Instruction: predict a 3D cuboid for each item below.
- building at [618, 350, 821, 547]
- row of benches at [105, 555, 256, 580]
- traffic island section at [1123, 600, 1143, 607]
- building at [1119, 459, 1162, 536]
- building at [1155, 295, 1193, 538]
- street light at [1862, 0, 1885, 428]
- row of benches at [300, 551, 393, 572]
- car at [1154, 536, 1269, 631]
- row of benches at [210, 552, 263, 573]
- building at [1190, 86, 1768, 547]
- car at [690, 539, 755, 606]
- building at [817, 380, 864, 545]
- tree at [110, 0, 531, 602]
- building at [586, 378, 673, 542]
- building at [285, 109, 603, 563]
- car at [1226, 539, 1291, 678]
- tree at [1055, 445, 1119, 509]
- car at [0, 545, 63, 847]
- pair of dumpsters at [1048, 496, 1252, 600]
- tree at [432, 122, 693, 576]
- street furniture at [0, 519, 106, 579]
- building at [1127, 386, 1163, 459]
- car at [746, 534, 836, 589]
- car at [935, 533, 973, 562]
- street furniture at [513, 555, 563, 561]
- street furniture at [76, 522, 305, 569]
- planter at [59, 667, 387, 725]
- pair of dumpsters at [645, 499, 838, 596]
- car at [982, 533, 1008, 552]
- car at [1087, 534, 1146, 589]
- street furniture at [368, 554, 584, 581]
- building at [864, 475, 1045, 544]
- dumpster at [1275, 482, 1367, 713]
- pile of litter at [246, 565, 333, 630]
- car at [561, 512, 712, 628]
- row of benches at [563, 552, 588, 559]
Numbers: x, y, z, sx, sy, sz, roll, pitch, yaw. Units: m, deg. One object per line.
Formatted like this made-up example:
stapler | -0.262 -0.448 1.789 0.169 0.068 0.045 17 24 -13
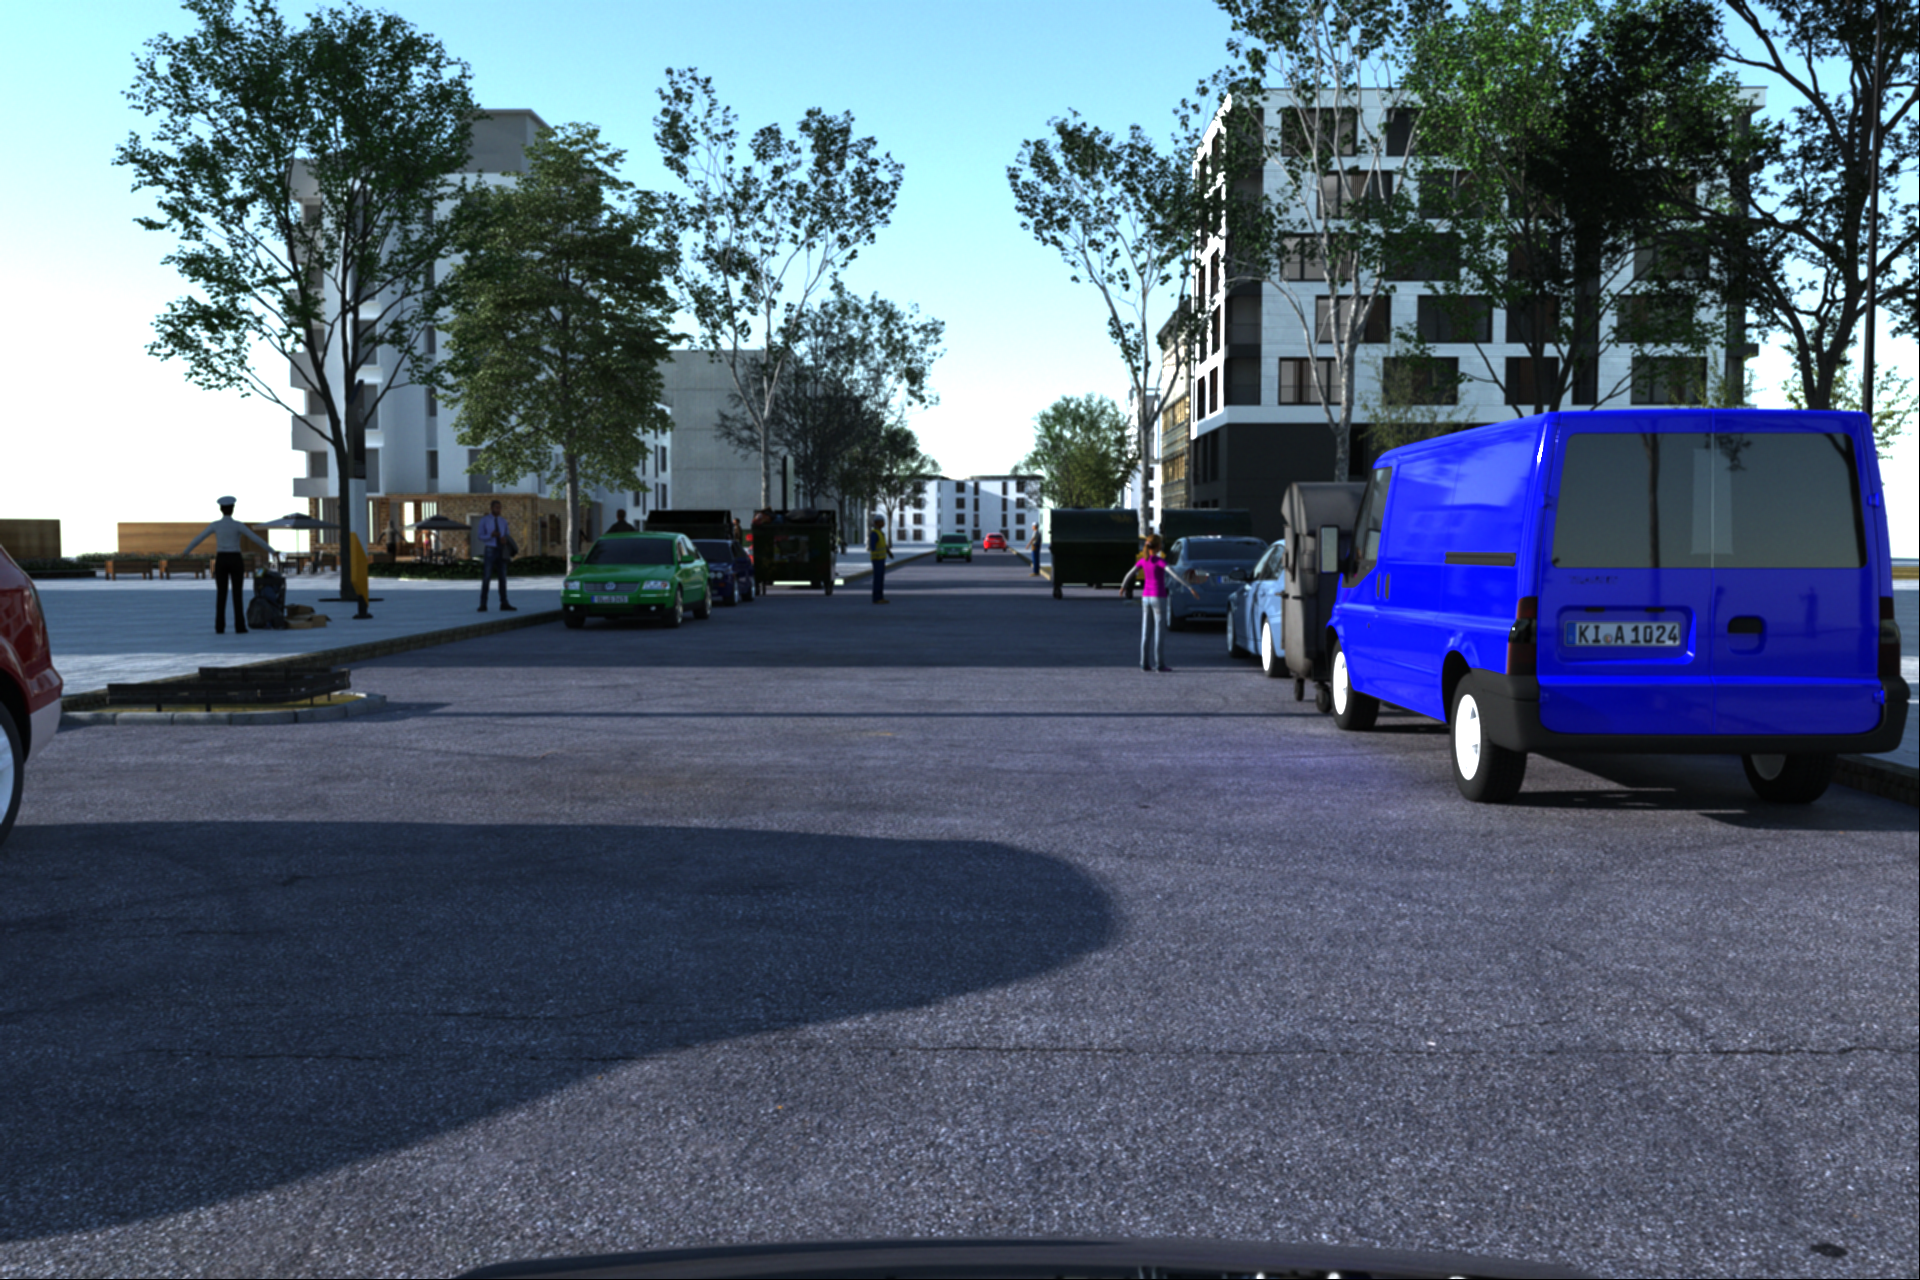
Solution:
building | -24.308 -19.290 181.844 16.747 18.905 31.486 0 4 0
row of benches | -22.204 -2.091 49.645 4.104 0.672 1.422 -3 5 -42
traffic island section | 4.292 -0.726 34.730 1.991 0.108 1.994 0 4 1
building | 23.346 -15.338 192.916 9.099 9.664 28.070 0 4 1
building | 24.393 -17.847 122.733 19.493 23.208 18.063 0 4 1
street light | 7.803 -2.524 13.805 1.470 5.913 1.316 0 4 0
row of benches | -21.422 -2.773 60.809 1.422 0.672 4.104 1 4 23
car | 3.944 -0.903 26.767 2.014 1.417 4.499 0 4 1
row of benches | -24.381 -2.632 58.492 1.422 0.672 4.104 0 4 -7
building | 26.518 -15.408 95.898 27.936 21.610 32.646 0 4 1
car | -5.261 -1.404 35.542 1.945 1.354 3.894 0 4 1
building | -21.665 -21.340 215.366 16.747 18.905 31.486 0 4 2
tree | -11.762 -6.552 32.875 9.928 11.665 9.643 0 3 0
building | -22.153 -10.046 106.398 9.099 9.664 28.070 0 4 0
building | -24.060 -13.590 78.622 16.016 20.090 11.380 0 4 1
car | 3.950 -0.401 18.551 2.014 1.417 4.499 0 4 1
tree | 17.737 -20.600 243.460 9.857 13.997 8.962 0 3 0
car | -5.259 0.167 5.949 2.281 1.827 5.304 0 4 1
pair of dumpsters | 4.177 -2.042 38.335 4.436 2.255 1.574 0 4 1
tree | -11.067 -7.952 48.135 7.486 12.596 7.792 0 3 0
street furniture | -29.703 -2.561 48.734 11.010 1.723 9.812 1 4 23
building | 26.374 -22.270 220.536 16.016 20.090 11.380 0 4 1
car | -4.550 -2.336 46.868 2.281 1.827 5.304 0 4 1
car | -0.299 -4.898 88.882 1.959 1.807 4.718 0 4 1
street furniture | -12.461 -3.205 68.030 10.072 0.657 5.734 -1 4 -14
street furniture | -30.397 -3.631 66.227 9.812 1.723 11.010 1 4 11
planter | -5.778 0.440 13.953 1.991 0.319 1.994 0 4 1
pair of dumpsters | -5.086 -2.171 40.445 4.436 2.255 1.574 0 4 1
car | 2.862 -8.056 140.760 2.155 1.783 4.494 0 4 1
car | 4.332 -2.218 46.489 2.015 1.641 3.980 0 4 0
street furniture | -14.390 -2.272 52.767 5.734 0.657 10.072 1 4 18
building | -2.458 -18.375 245.033 28.070 9.664 9.099 1 4 10
dumpster | 3.619 -0.374 14.330 1.865 1.857 1.264 0 4 0
pile of litter | -9.286 -0.612 23.978 1.176 0.858 1.719 0 4 1
car | -5.134 -1.164 27.824 1.959 1.807 4.718 0 4 1
row of benches | -13.080 -2.832 61.761 1.422 0.672 4.104 1 4 12
